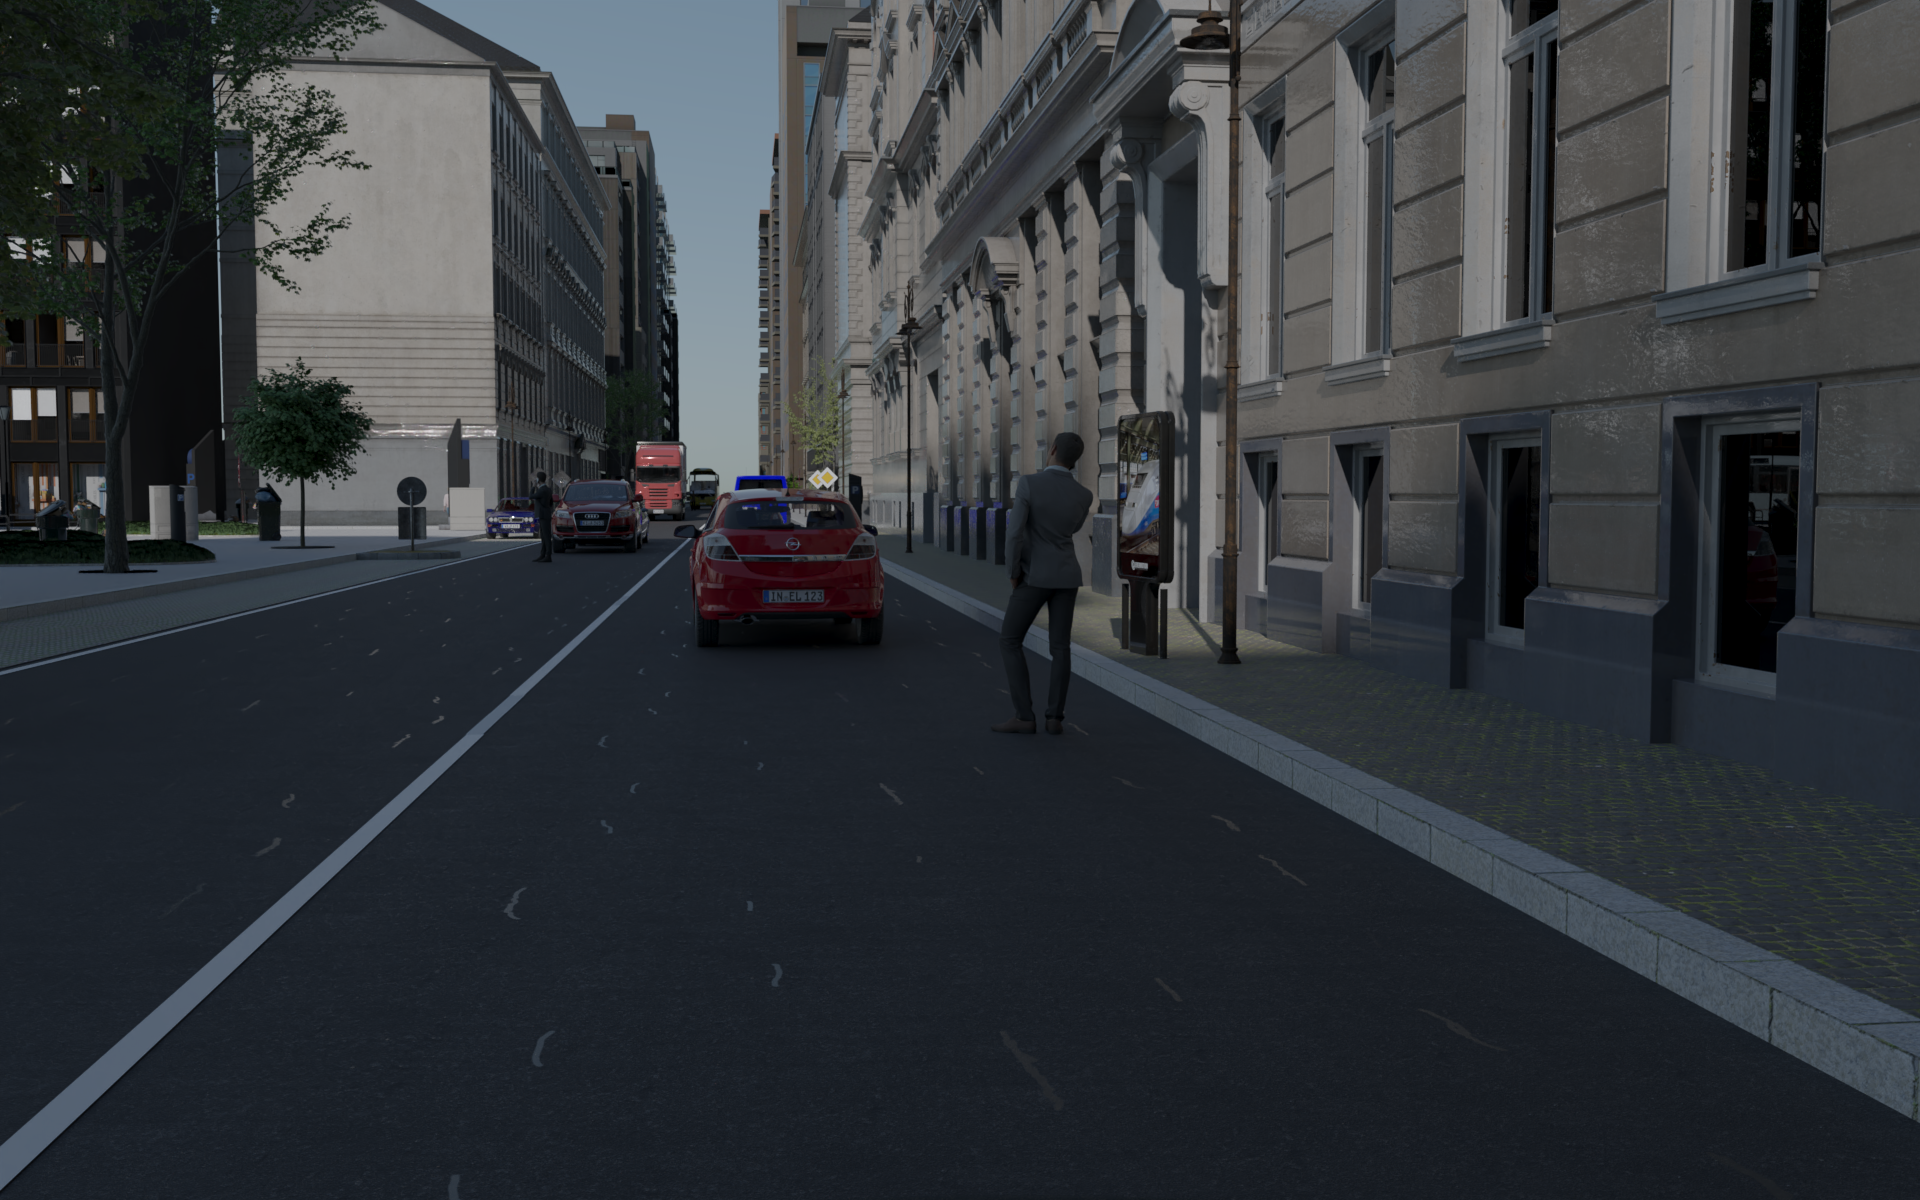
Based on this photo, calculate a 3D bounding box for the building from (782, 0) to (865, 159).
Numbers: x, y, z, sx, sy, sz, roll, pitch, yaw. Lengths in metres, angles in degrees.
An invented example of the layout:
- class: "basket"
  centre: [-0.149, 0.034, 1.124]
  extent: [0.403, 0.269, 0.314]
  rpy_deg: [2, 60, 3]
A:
- class: "building"
  centre: [-9.003, -31.074, 158.173]
  extent: [14.600, 45.320, 14.200]
  rpy_deg: [0, 4, -7]

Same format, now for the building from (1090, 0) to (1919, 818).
- class: "building"
  centre: [9.460, -13.754, 10.782]
  extent: [13.634, 28.700, 20.117]
  rpy_deg: [0, 4, -7]

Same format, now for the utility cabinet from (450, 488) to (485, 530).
- class: "utility cabinet"
  centre: [-17.300, -3.190, 60.835]
  extent: [1.173, 1.500, 0.318]
  rpy_deg: [-1, 4, -14]

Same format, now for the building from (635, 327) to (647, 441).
- class: "building"
  centre: [-45.919, -20.014, 172.273]
  extent: [27.650, 21.520, 28.899]
  rpy_deg: [0, 4, -7]

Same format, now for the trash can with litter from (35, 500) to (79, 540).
- class: "trash can with litter"
  centre: [-18.182, -1.400, 34.275]
  extent: [0.624, 1.170, 1.055]
  rpy_deg: [3, 5, 40]

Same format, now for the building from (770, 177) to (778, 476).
- class: "building"
  centre: [-19.053, -36.015, 238.948]
  extent: [14.600, 45.320, 14.200]
  rpy_deg: [0, 4, -7]

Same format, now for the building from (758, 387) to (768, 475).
- class: "building"
  centre: [-19.992, -27.357, 292.327]
  extent: [27.650, 21.520, 28.899]
  rpy_deg: [0, 4, -7]

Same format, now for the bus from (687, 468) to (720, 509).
- class: "bus"
  centre: [-24.337, -10.611, 165.034]
  extent: [2.896, 3.916, 12.252]
  rpy_deg: [0, 4, -6]

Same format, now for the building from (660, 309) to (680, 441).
- class: "building"
  centre: [-50.282, -30.169, 264.956]
  extent: [14.160, 30.474, 14.107]
  rpy_deg: [0, 4, -7]

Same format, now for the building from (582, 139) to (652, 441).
- class: "building"
  centre: [-42.116, -31.214, 193.936]
  extent: [14.154, 41.232, 14.086]
  rpy_deg: [0, 4, -7]

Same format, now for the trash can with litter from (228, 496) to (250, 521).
- class: "trash can with litter"
  centre: [-33.559, -4.237, 80.670]
  extent: [0.624, 1.170, 1.055]
  rpy_deg: [1, 4, 21]

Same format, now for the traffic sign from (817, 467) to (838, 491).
- class: "traffic sign"
  centre: [-4.908, -3.701, 64.162]
  extent: [0.795, 2.450, 0.064]
  rpy_deg: [0, 4, -7]

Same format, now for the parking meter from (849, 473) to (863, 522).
- class: "parking meter"
  centre: [-2.905, -2.610, 48.377]
  extent: [0.399, 1.863, 0.255]
  rpy_deg: [0, 4, -1]

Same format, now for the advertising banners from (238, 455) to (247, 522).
- class: "advertising banners"
  centre: [-30.008, -4.659, 72.370]
  extent: [0.090, 3.025, 2.074]
  rpy_deg: [-1, 4, -15]

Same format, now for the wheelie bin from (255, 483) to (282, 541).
- class: "wheelie bin"
  centre: [-18.975, -2.423, 47.518]
  extent: [0.693, 1.594, 0.980]
  rpy_deg: [-2, 4, -25]

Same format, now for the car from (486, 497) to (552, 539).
- class: "car"
  centre: [-14.232, -2.658, 56.043]
  extent: [1.945, 1.354, 3.894]
  rpy_deg: [0, 4, -6]

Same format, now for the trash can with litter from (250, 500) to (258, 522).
- class: "trash can with litter"
  centre: [-23.802, -2.923, 59.172]
  extent: [0.624, 1.170, 1.055]
  rpy_deg: [-1, 4, -21]

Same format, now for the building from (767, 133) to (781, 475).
- class: "building"
  centre: [-11.467, -33.895, 208.809]
  extent: [22.147, 44.769, 28.867]
  rpy_deg: [0, 4, -7]

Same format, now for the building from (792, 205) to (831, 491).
- class: "building"
  centre: [-4.276, -18.330, 132.984]
  extent: [16.112, 22.955, 30.059]
  rpy_deg: [0, 4, -7]

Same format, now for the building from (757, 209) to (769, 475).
- class: "building"
  centre: [-19.271, -37.126, 261.637]
  extent: [22.147, 44.769, 28.867]
  rpy_deg: [0, 4, -7]

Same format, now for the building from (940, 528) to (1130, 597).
- class: "building"
  centre: [5.466, -12.337, 30.588]
  extent: [11.050, 23.489, 19.941]
  rpy_deg: [0, 4, -7]

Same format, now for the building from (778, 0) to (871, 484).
- class: "building"
  centre: [-8.152, -38.974, 179.216]
  extent: [21.231, 58.520, 28.212]
  rpy_deg: [0, 4, -7]

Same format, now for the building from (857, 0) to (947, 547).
- class: "building"
  centre: [4.254, -16.220, 52.595]
  extent: [14.401, 28.519, 23.554]
  rpy_deg: [0, 4, -7]

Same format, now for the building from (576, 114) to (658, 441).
- class: "building"
  centre: [-43.759, -34.122, 208.013]
  extent: [14.600, 45.320, 14.200]
  rpy_deg: [0, 4, -7]

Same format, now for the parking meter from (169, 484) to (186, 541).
- class: "parking meter"
  centre: [-20.409, -2.250, 45.193]
  extent: [0.372, 1.533, 0.369]
  rpy_deg: [0, 3, 0]

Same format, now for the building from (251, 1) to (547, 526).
- class: "building"
  centre: [-24.521, -13.999, 78.040]
  extent: [9.793, 20.994, 18.267]
  rpy_deg: [0, 4, -7]

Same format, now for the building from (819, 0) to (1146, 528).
- class: "building"
  centre: [4.013, -15.183, 77.122]
  extent: [19.941, 23.489, 11.050]
  rpy_deg: [0, 4, -7]

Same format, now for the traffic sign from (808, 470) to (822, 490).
- class: "traffic sign"
  centre: [-5.920, -4.186, 72.083]
  extent: [0.795, 2.450, 0.064]
  rpy_deg: [0, 4, -7]

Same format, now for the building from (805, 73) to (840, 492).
- class: "building"
  centre: [-1.842, -19.109, 105.941]
  extent: [14.314, 27.812, 24.014]
  rpy_deg: [0, 4, -7]

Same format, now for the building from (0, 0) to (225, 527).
- class: "building"
  centre: [-41.034, -14.834, 72.217]
  extent: [15.834, 23.373, 12.332]
  rpy_deg: [0, 4, -7]

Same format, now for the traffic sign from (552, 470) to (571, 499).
- class: "traffic sign"
  centre: [-16.283, -4.107, 70.785]
  extent: [0.795, 2.450, 0.064]
  rpy_deg: [0, 4, -7]

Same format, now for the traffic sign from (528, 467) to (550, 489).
- class: "traffic sign"
  centre: [-15.271, -3.622, 62.864]
  extent: [0.795, 2.450, 0.064]
  rpy_deg: [0, 4, -7]

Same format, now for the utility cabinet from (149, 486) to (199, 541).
- class: "utility cabinet"
  centre: [-21.284, -2.339, 46.925]
  extent: [0.318, 1.500, 1.173]
  rpy_deg: [3, 5, 41]

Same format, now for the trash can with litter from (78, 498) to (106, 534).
- class: "trash can with litter"
  centre: [-24.409, -2.296, 48.934]
  extent: [0.624, 1.170, 1.055]
  rpy_deg: [2, 4, 32]

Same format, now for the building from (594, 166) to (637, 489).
- class: "building"
  centre: [-35.858, -23.231, 151.527]
  extent: [14.160, 30.474, 14.107]
  rpy_deg: [0, 4, -7]

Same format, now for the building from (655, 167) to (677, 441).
- class: "building"
  centre: [-52.184, -38.023, 241.285]
  extent: [23.786, 49.044, 30.456]
  rpy_deg: [0, 4, -7]

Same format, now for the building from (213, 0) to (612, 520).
- class: "building"
  centre: [-31.745, -20.295, 108.242]
  extent: [17.030, 29.872, 44.131]
  rpy_deg: [0, 4, -7]
